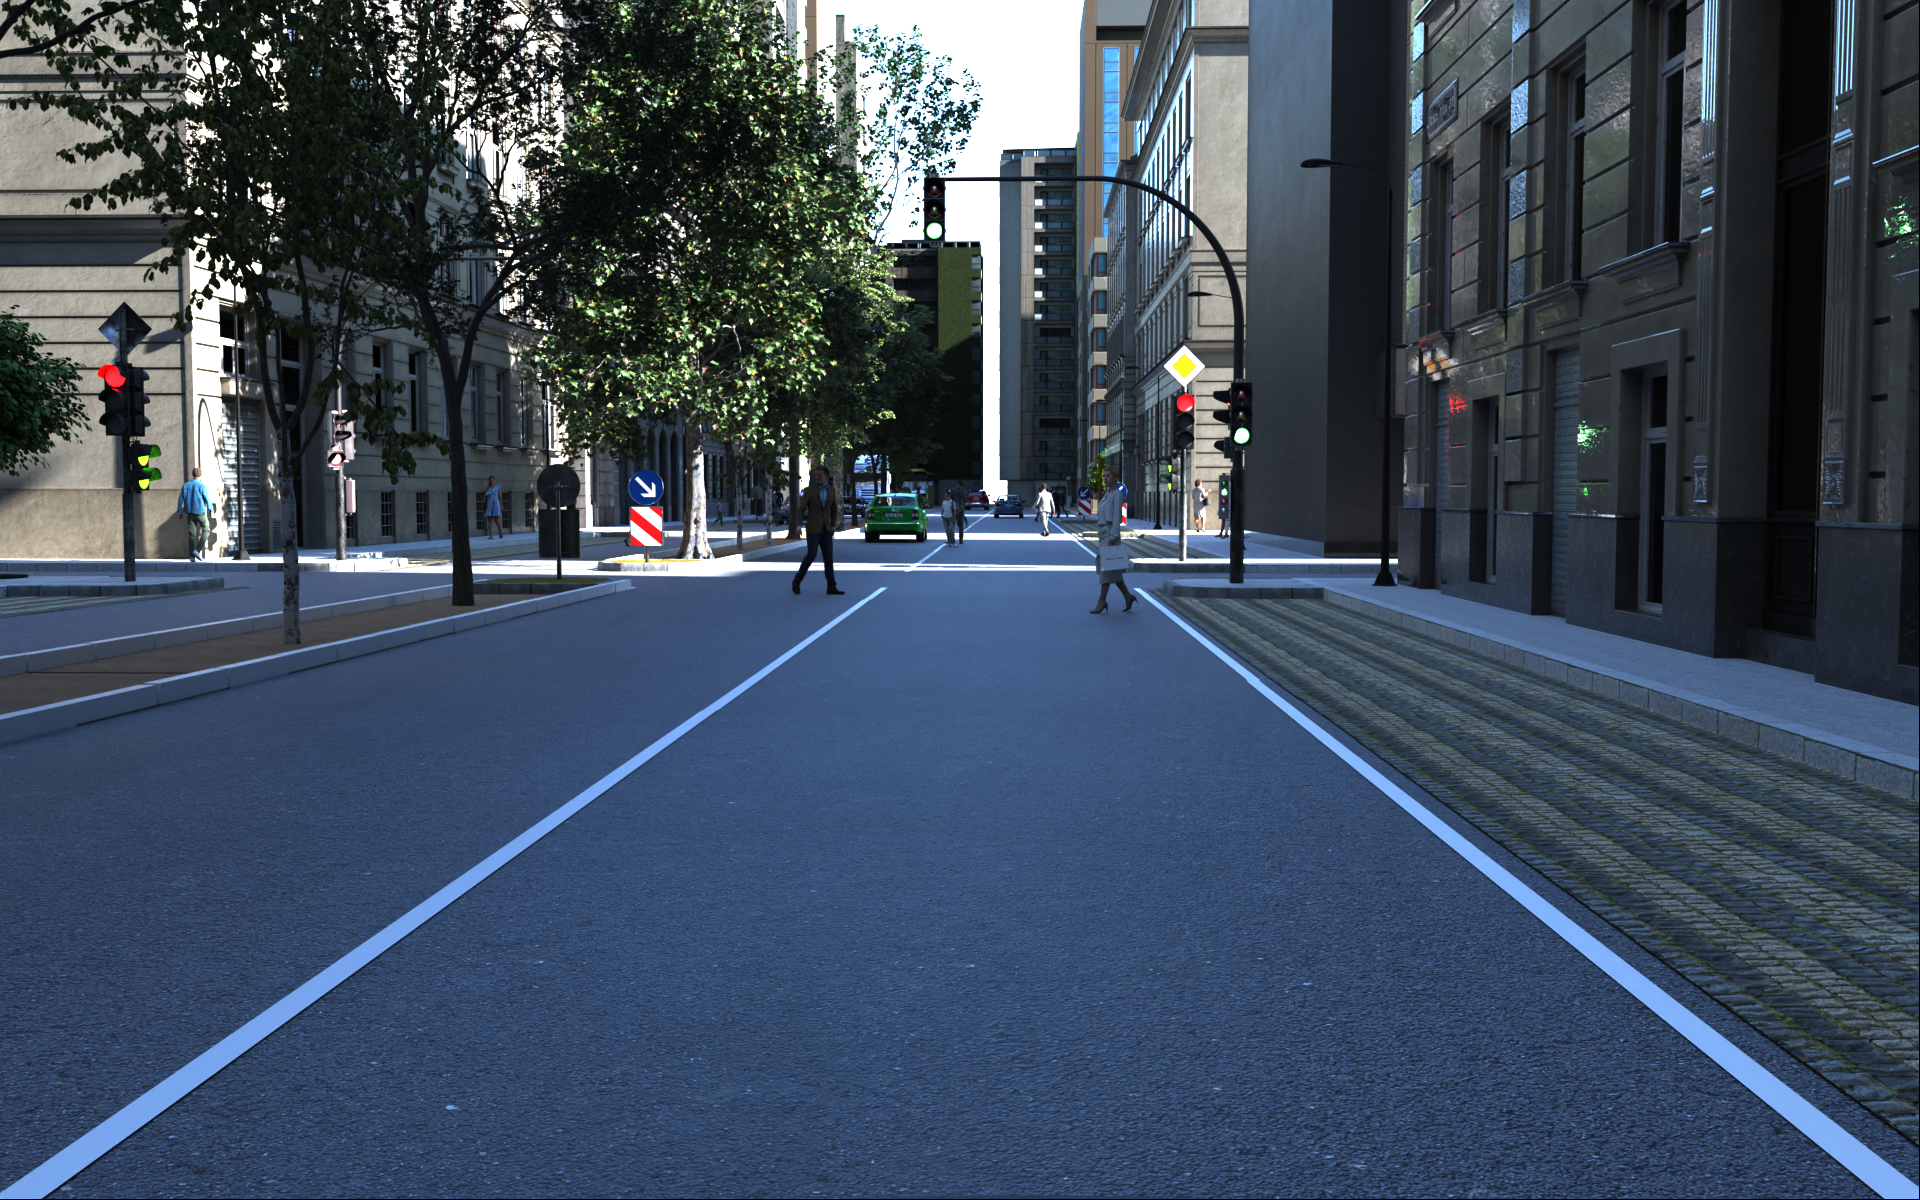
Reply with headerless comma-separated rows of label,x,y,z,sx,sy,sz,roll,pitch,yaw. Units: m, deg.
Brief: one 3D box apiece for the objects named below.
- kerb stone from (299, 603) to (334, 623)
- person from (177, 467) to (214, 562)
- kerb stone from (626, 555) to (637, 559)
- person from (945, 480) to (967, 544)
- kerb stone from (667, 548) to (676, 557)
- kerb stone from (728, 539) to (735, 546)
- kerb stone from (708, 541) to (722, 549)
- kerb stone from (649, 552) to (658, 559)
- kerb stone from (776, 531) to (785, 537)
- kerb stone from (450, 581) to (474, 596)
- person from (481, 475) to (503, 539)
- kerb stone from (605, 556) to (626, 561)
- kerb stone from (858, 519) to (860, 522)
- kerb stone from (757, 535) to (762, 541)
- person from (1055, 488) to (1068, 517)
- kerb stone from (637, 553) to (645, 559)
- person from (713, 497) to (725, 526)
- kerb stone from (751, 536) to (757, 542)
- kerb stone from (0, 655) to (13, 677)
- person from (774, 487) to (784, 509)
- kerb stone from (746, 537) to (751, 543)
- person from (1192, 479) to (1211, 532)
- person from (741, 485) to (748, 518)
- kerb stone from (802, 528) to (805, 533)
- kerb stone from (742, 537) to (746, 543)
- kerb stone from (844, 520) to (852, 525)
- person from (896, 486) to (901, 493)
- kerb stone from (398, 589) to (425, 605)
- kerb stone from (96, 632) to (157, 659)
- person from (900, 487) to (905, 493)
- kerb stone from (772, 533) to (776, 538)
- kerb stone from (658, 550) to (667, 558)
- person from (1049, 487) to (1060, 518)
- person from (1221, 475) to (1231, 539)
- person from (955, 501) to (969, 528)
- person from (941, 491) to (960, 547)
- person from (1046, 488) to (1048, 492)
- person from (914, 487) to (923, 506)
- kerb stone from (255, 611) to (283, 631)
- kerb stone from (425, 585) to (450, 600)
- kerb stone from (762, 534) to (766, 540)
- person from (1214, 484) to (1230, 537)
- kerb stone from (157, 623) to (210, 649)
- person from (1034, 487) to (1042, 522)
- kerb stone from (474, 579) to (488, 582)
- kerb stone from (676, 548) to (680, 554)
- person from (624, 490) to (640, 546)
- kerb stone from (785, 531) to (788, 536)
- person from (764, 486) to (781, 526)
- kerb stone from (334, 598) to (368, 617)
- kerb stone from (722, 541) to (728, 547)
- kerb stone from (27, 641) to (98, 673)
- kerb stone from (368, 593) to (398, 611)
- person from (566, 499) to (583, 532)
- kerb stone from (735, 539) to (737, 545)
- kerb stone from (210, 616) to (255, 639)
kerb stone,-7.331,0.166,19.489,0.120,0.150,1.000,0,4,2
person,-14.442,-1.610,32.717,0.601,1.785,0.444,0,4,6
kerb stone,-6.818,-0.807,35.384,0.120,0.150,1.000,0,4,2
person,-0.121,-2.549,49.984,0.655,1.846,0.447,-1,4,-17
kerb stone,-6.680,-1.057,39.475,0.120,0.150,1.000,0,4,2
kerb stone,-6.415,-1.548,47.664,0.120,0.150,1.000,0,4,2
kerb stone,-6.488,-1.428,45.618,0.120,0.150,1.000,0,4,2
kerb stone,-6.754,-0.932,37.428,0.120,0.150,1.000,0,4,2
kerb stone,-6.079,-2.185,57.920,0.120,0.150,1.000,0,4,2
kerb stone,-7.164,-0.147,24.613,0.120,0.150,1.000,0,4,2
person,-13.304,-2.638,49.270,0.616,1.811,0.778,1,4,8
kerb stone,-6.857,-0.744,34.360,0.120,0.150,1.000,0,4,2
kerb stone,-5.189,-3.878,85.607,0.120,0.150,1.000,0,4,2
kerb stone,-6.254,-1.871,52.782,0.120,0.150,1.000,0,4,2
person,6.201,-5.973,106.124,0.822,1.834,0.622,3,5,44
kerb stone,-6.786,-0.869,36.406,0.120,0.150,1.000,0,4,2
person,-10.737,-3.937,77.115,0.590,1.304,0.306,-1,4,-17
kerb stone,-6.287,-1.799,51.761,0.120,0.150,1.000,0,4,2
kerb stone,-7.536,0.542,13.333,0.120,0.150,1.000,0,4,2
person,-10.261,-5.461,97.559,0.659,1.850,0.755,0,4,-5
kerb stone,-6.320,-1.745,50.734,0.120,0.150,1.000,0,4,2
person,8.145,-3.164,58.129,0.716,1.782,0.532,3,5,42
person,-11.835,-5.338,93.570,0.600,1.795,0.529,2,4,32
kerb stone,-5.831,-2.687,66.123,0.120,0.150,1.000,0,4,2
kerb stone,-6.350,-1.683,49.712,0.120,0.150,1.000,0,4,2
kerb stone,-5.292,-3.691,82.536,0.120,0.150,1.000,0,4,2
person,-2.722,-4.063,75.107,0.511,1.800,0.466,2,4,30
kerb stone,-7.234,-0.022,22.559,0.120,0.150,1.000,0,4,2
kerb stone,-7.467,0.416,15.388,0.120,0.150,1.000,0,4,2
person,-3.420,-5.650,100.736,0.638,1.841,0.748,1,4,10
kerb stone,-6.159,-2.060,55.872,0.120,0.150,1.000,0,4,2
kerb stone,-6.716,-0.991,38.452,0.120,0.150,1.000,0,4,2
person,5.606,-5.787,102.889,0.659,1.850,0.755,-3,5,-39
person,7.832,-2.674,49.646,0.514,1.842,0.818,-3,5,-44
person,0.045,-3.888,72.661,0.643,1.750,0.593,3,5,43
person,-0.262,-2.189,46.883,0.503,1.515,0.523,0,4,-2
person,5.281,-5.909,105.462,0.601,1.785,0.444,0,4,6
person,-1.957,-4.644,84.696,0.520,1.790,0.573,2,4,33
kerb stone,-7.369,0.228,18.463,0.120,0.150,1.000,0,4,2
kerb stone,-7.201,-0.085,23.592,0.120,0.150,1.000,0,4,2
kerb stone,-6.224,-1.934,53.818,0.120,0.150,1.000,0,4,2
person,7.899,-2.752,51.139,0.778,1.811,0.616,2,4,29
kerb stone,-7.429,0.354,16.412,0.120,0.150,1.000,0,4,2
person,4.157,-4.967,89.985,0.850,1.792,0.678,3,5,45
kerb stone,-7.129,-0.208,25.642,0.120,0.150,1.000,0,4,2
kerb stone,-6.654,-1.120,40.505,0.120,0.150,1.000,0,4,2
person,-9.023,-2.390,47.605,0.654,1.822,0.581,-3,5,-42
kerb stone,-6.055,-2.247,58.946,0.120,0.150,1.000,0,4,2
person,-8.411,-4.227,77.704,0.778,1.811,0.616,-1,4,-19
kerb stone,-7.294,0.103,20.510,0.120,0.150,1.000,0,4,2
kerb stone,-6.459,-1.491,46.640,0.120,0.150,1.000,0,4,2
kerb stone,-7.493,0.481,14.356,0.120,0.150,1.000,0,4,2
kerb stone,-7.261,0.041,21.532,0.120,0.150,1.000,0,4,2
person,-13.000,-3.230,58.210,0.474,1.900,0.648,-2,4,-30
kerb stone,-6.387,-1.620,48.686,0.120,0.150,1.000,0,4,2
kerb stone,-7.399,0.291,17.434,0.120,0.150,1.000,0,4,2
